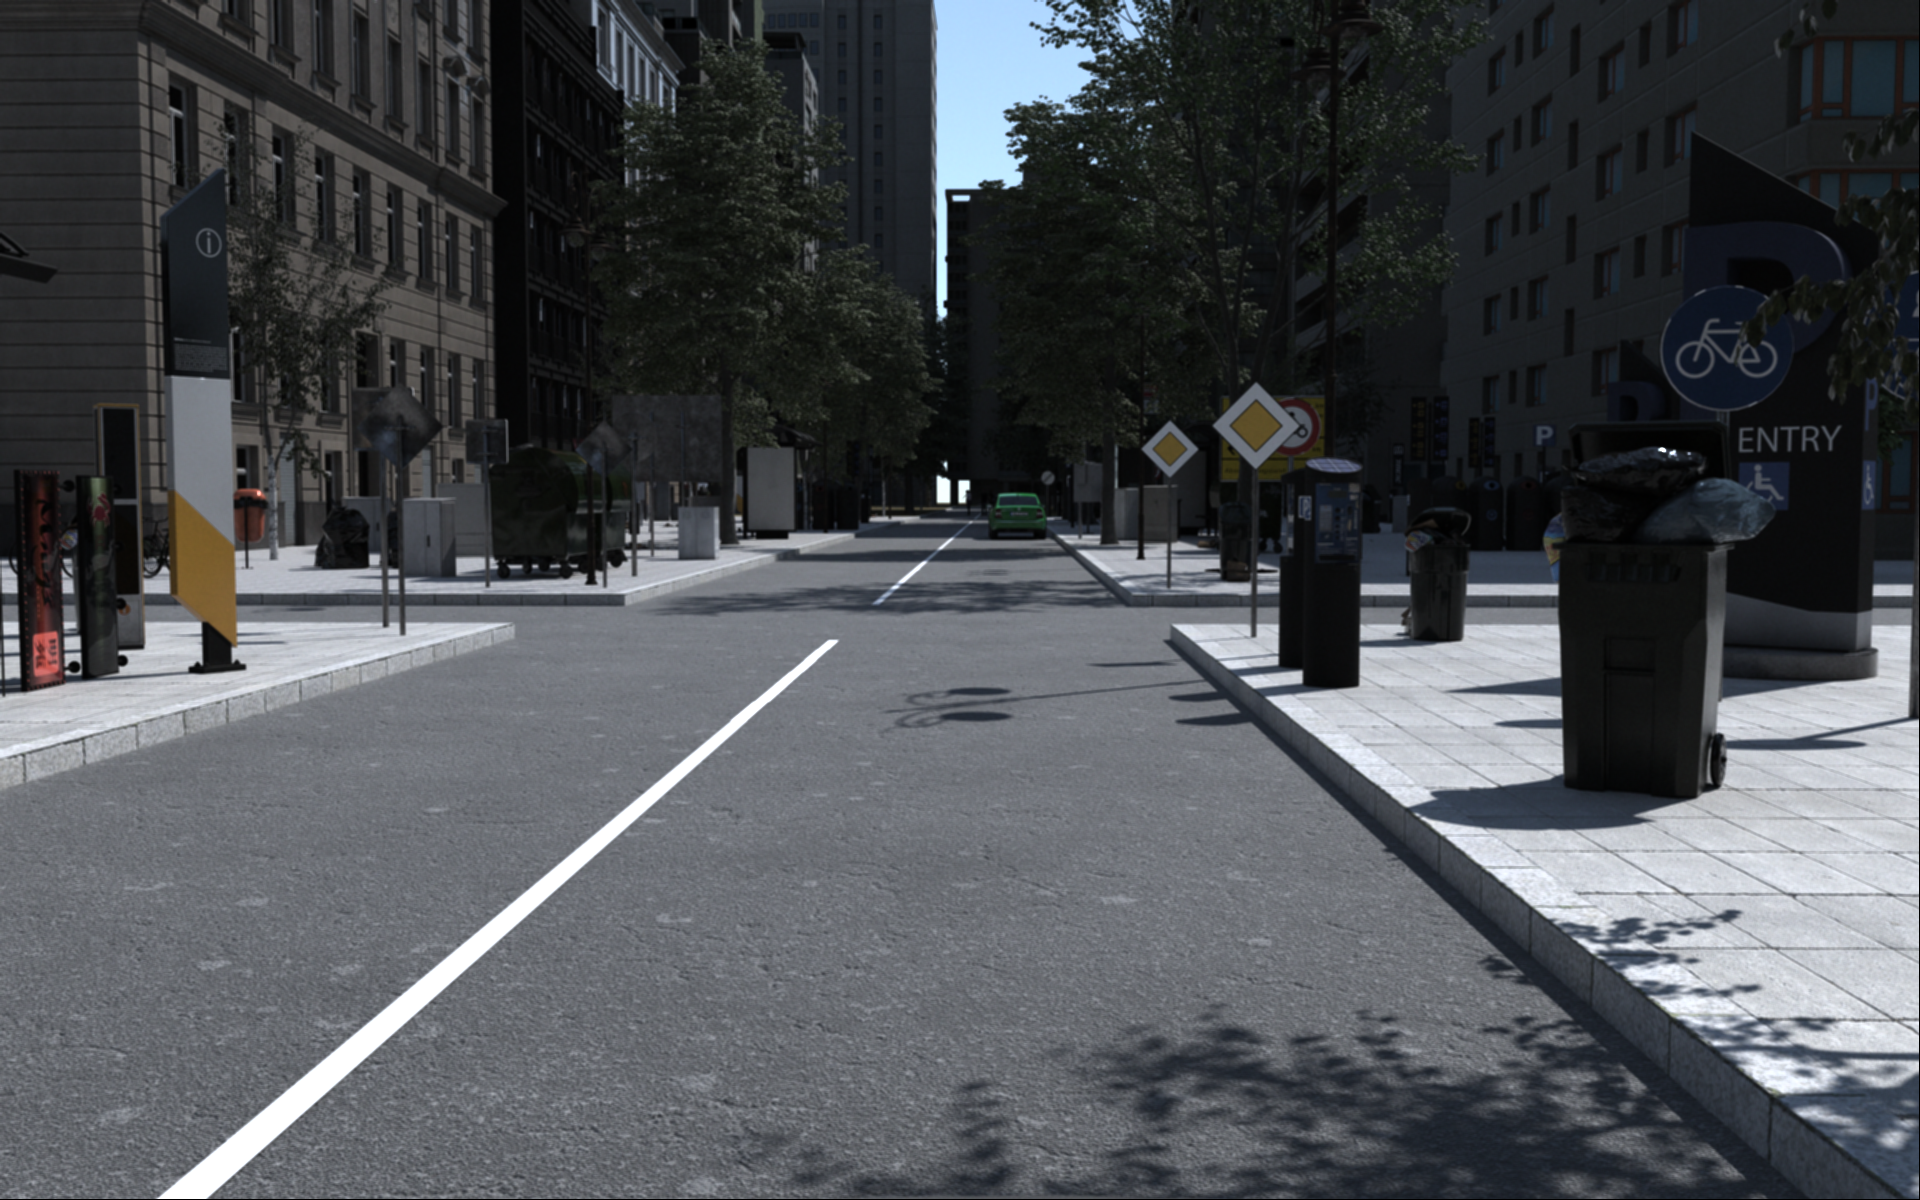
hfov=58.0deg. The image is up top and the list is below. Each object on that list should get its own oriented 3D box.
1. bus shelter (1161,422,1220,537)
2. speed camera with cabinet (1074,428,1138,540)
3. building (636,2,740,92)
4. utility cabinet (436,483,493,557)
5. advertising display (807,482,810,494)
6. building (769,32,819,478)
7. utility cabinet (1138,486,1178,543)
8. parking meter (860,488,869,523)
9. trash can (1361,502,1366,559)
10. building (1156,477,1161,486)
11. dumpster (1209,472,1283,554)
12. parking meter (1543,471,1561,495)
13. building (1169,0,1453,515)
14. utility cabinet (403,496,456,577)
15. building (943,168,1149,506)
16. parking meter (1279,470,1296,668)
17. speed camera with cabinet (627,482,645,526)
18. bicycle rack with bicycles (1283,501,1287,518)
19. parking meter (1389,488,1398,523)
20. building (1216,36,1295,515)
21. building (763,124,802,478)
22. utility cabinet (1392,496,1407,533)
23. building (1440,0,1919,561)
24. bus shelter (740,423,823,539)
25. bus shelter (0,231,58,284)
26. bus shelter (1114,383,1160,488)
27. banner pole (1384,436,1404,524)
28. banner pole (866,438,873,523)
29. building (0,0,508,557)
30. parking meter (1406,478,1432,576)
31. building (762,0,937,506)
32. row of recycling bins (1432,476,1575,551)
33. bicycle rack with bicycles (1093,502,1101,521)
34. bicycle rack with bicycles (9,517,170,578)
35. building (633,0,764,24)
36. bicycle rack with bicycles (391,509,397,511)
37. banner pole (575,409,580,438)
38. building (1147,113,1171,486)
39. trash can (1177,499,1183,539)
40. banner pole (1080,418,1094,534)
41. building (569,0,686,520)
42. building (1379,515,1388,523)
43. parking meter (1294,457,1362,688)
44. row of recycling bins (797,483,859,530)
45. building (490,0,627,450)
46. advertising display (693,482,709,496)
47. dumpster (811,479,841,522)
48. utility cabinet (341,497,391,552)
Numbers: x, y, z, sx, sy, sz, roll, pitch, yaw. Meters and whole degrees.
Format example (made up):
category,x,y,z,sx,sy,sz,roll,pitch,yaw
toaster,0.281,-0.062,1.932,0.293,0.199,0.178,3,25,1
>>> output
category,x,y,z,sx,sy,sz,roll,pitch,yaw
bus shelter,6.961,-3.513,51.353,2.014,3.302,5.546,0,4,1
speed camera with cabinet,4.160,-3.361,49.283,0.660,3.252,2.038,-3,5,-43
building,-21.360,-20.454,106.127,14.160,30.474,14.107,0,4,1
utility cabinet,-10.015,-1.621,35.187,1.173,1.500,0.318,-2,4,-26
advertising display,-6.911,-4.462,78.160,0.123,1.923,0.974,-1,4,-13
building,-20.107,-28.934,156.672,14.086,41.232,14.154,0,4,1
utility cabinet,5.165,-2.242,45.336,0.318,1.500,1.173,-3,4,-38
parking meter,-4.206,-4.160,76.433,0.372,1.533,0.369,0,3,0
trash can,7.261,-1.280,32.583,0.748,1.137,0.748,0,3,0
building,28.429,-43.582,150.818,20.563,71.187,20.611,0,4,1
dumpster,6.351,-2.179,38.116,1.502,2.255,1.985,0,4,2
parking meter,14.663,-2.276,42.930,0.399,1.863,0.255,1,4,17
building,27.493,-30.994,130.461,21.300,48.544,21.600,0,4,1
utility cabinet,-8.304,-0.972,27.047,1.020,1.237,0.306,3,4,37
building,10.180,-31.586,208.308,23.993,40.220,32.217,0,4,1
parking meter,2.561,-0.271,12.846,0.372,1.533,0.369,0,3,0
speed camera with cabinet,-13.198,-4.616,69.813,0.660,3.252,2.038,-1,4,-22
bicycle rack with bicycles,16.538,-4.698,90.194,2.852,0.926,2.925,-2,4,-28
parking meter,19.043,-4.140,76.100,0.372,1.533,0.369,0,3,0
building,23.656,-20.892,113.283,14.160,30.474,14.107,0,4,1
building,-20.150,-22.202,134.699,14.160,30.474,14.107,0,4,1
utility cabinet,14.790,-2.811,57.129,1.020,1.237,0.306,3,4,39
building,30.937,-12.305,46.224,28.899,21.520,27.650,0,4,1
bus shelter,-5.382,-3.549,51.950,2.014,3.302,5.546,0,4,1
bus shelter,-7.388,-0.950,9.463,2.014,3.302,5.546,0,4,1
bus shelter,6.059,-5.037,59.992,2.179,5.291,8.768,0,4,1
banner pole,18.788,-5.191,74.884,0.863,3.779,0.401,2,4,27
banner pole,-4.039,-5.349,77.467,0.401,3.779,0.863,1,4,20
building,-21.678,-15.245,46.522,12.463,27.353,25.104,0,4,1
parking meter,7.170,-1.139,27.041,0.372,1.533,0.369,0,3,0
building,-16.853,-40.433,203.073,28.212,58.520,21.231,0,4,1
row of recycling bins,12.313,-1.963,39.208,3.534,1.692,1.069,0,4,-4
bicycle rack with bicycles,6.838,-4.230,82.544,2.852,0.926,2.925,0,4,-5
bicycle rack with bicycles,-12.780,-0.827,26.902,2.925,0.926,2.852,2,4,24
building,-21.390,-26.690,119.978,14.154,41.232,14.086,0,4,1
bicycle rack with bicycles,-13.181,-1.718,41.469,2.852,0.926,2.925,1,4,18
banner pole,-11.222,-3.728,50.964,0.401,3.779,0.863,-1,4,-14
building,29.055,-33.583,199.187,14.200,45.320,14.600,0,4,1
trash can,5.730,-2.191,47.476,0.748,1.137,0.748,0,3,0
banner pole,4.019,-4.006,55.521,0.401,3.779,0.863,2,4,29
building,-21.828,-18.291,84.958,13.634,28.700,20.117,0,4,1
building,29.170,-28.304,86.473,21.300,48.544,21.600,0,4,1
parking meter,2.490,-0.194,11.582,0.372,1.533,0.369,0,3,0
row of recycling bins,-5.412,-3.389,62.517,3.534,1.692,1.069,0,4,2
building,-20.785,-14.520,67.086,12.332,23.373,15.834,0,4,1
advertising display,-13.908,-5.375,93.090,0.123,1.923,0.974,3,5,43
dumpster,-4.960,-3.651,65.447,1.264,1.857,1.865,0,4,1
utility cabinet,-13.182,-1.672,38.492,1.020,1.237,0.306,-3,5,-44
